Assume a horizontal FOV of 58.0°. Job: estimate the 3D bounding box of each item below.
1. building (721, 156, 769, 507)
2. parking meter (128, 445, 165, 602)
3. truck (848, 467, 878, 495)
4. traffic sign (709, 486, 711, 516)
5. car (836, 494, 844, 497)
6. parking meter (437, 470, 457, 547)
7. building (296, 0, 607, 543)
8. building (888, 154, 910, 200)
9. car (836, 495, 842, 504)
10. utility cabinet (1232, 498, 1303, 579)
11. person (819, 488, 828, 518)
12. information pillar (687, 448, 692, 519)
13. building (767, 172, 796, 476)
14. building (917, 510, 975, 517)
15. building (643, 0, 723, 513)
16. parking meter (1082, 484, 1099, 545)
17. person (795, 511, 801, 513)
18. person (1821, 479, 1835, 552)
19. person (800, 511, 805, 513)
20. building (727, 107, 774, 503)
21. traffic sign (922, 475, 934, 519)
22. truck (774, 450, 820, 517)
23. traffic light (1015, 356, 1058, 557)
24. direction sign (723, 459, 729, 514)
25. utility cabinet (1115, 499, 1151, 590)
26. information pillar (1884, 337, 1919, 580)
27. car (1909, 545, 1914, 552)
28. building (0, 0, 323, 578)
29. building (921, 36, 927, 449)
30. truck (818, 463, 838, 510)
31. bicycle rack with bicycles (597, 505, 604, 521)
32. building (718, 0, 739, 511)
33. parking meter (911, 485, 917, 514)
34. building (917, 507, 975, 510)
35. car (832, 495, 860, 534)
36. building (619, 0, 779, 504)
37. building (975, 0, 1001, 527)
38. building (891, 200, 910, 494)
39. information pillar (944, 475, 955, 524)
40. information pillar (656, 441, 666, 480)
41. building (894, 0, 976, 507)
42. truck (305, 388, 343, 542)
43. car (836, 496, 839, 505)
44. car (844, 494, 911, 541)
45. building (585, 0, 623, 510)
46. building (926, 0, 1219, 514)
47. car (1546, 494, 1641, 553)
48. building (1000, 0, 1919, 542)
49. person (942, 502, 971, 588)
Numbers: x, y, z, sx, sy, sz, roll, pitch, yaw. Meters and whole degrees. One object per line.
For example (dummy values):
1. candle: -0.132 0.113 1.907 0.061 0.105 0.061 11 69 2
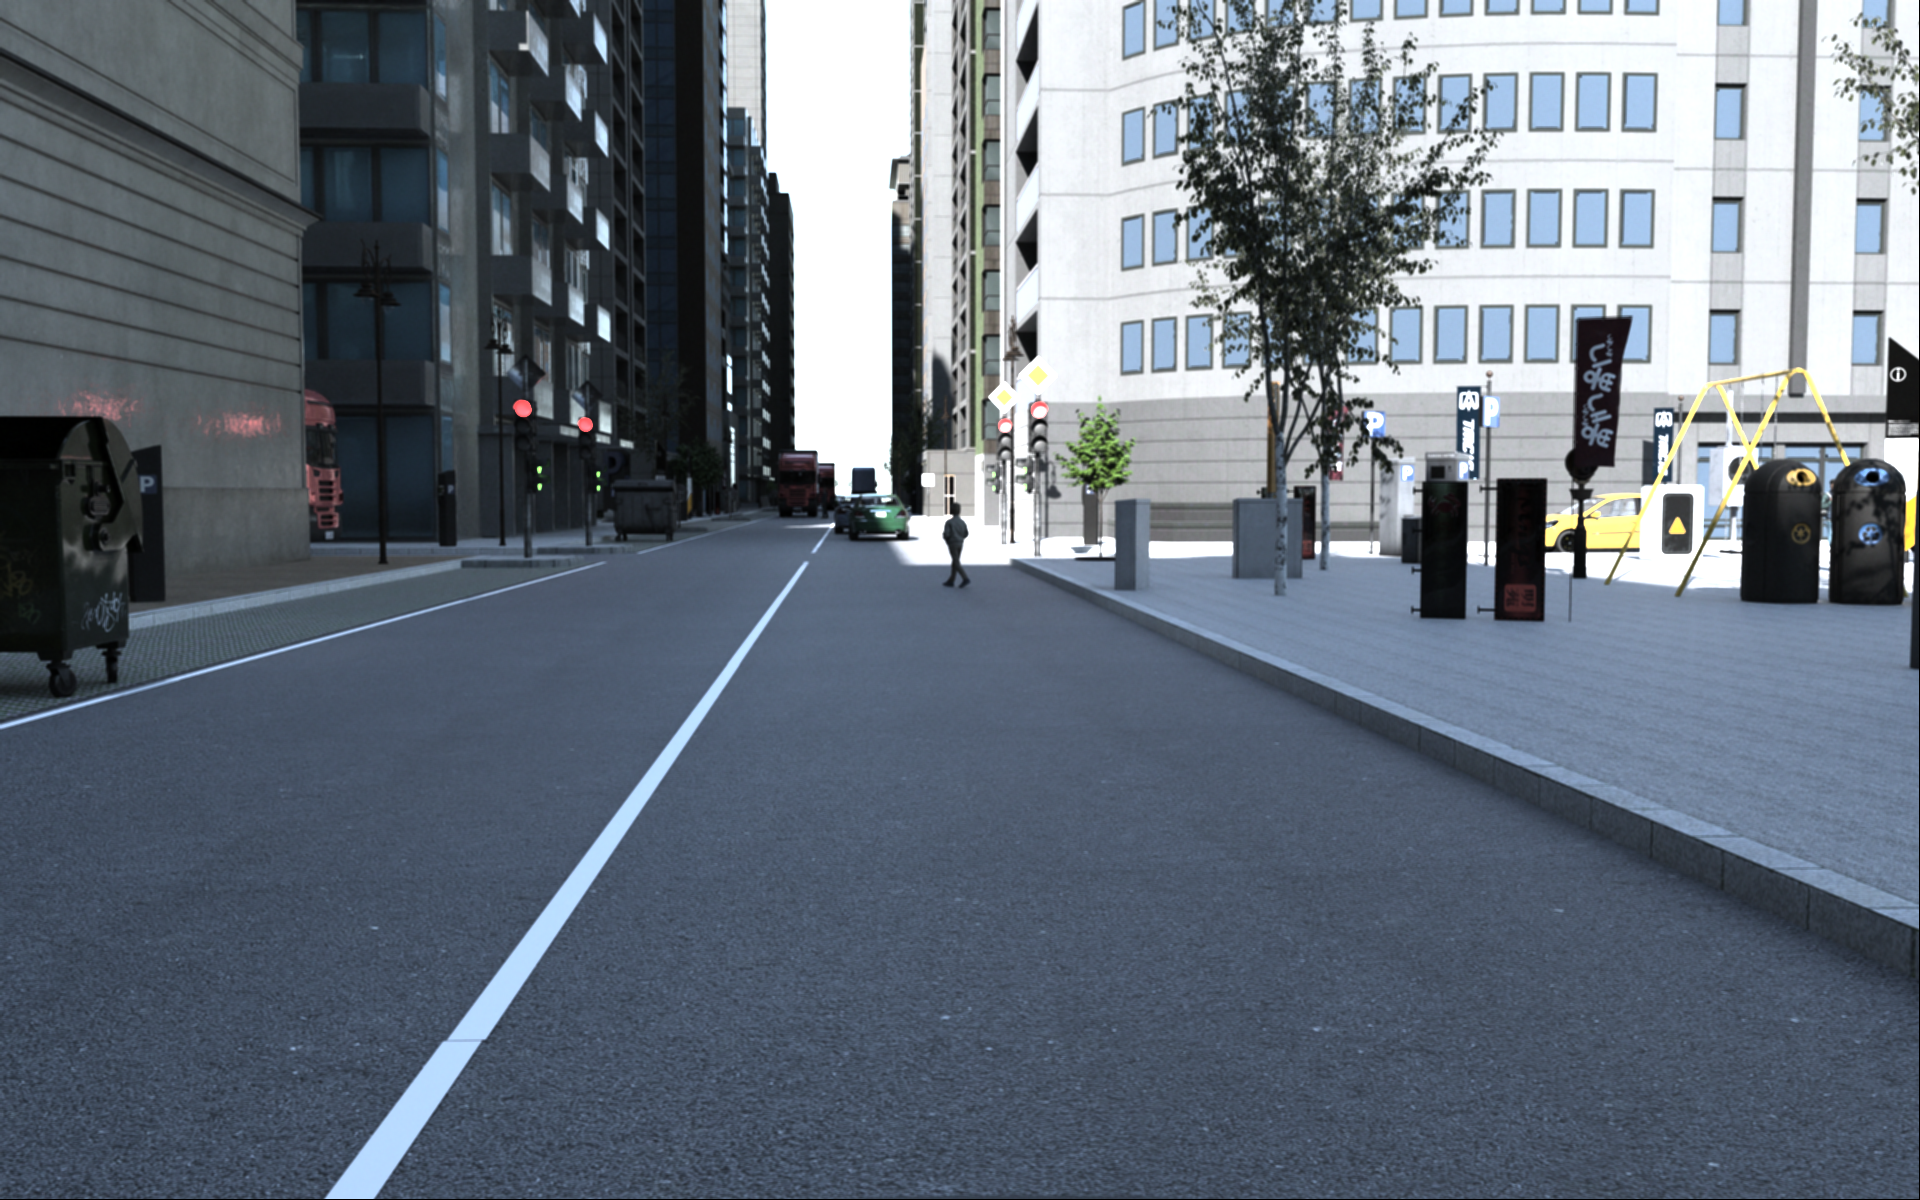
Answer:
1. building: -35.796 -29.446 173.325 32.217 40.220 23.993 0 4 -3
2. parking meter: -9.717 -0.911 20.612 0.399 1.863 0.255 -3 5 -40
3. truck: -9.046 -10.756 165.623 2.967 4.110 18.799 0 4 -5
4. traffic sign: -14.287 -6.045 98.941 0.768 2.556 0.104 0 4 4
5. car: -16.735 -13.998 240.866 2.014 1.417 4.499 0 4 -4
6. parking meter: -12.548 -2.242 42.360 0.255 1.863 0.399 2 4 30
7. building: -23.957 -26.714 56.377 23.786 49.044 30.456 0 4 -3
8. building: 3.744 -41.285 264.251 28.713 52.752 27.495 0 4 -3
9. car: -14.691 -11.708 203.779 2.083 1.381 4.827 0 4 -3
10. utility cabinet: 4.689 -0.933 26.422 1.020 1.237 0.306 0 4 -6
11. person: -8.112 -5.756 102.793 0.590 1.801 0.661 0 4 -8
12. information pillar: -13.731 -5.906 87.923 0.183 3.616 0.504 -2 4 -30
13. building: -36.080 -39.079 262.645 21.300 48.544 21.600 0 4 -3
14. building: 8.064 -40.409 98.947 20.563 71.187 20.611 0 4 -3
15. building: -24.591 -28.961 123.622 14.600 45.320 14.200 0 4 -3
16. parking meter: 3.265 -2.305 43.394 0.399 1.863 0.255 1 4 11
17. person: -12.359 -7.551 132.049 1.350 1.814 0.705 -3 5 -45
18. person: 20.408 -1.933 40.447 0.623 1.781 0.721 -1 4 -21
19. person: -12.290 -7.705 134.469 1.348 1.826 0.705 -2 4 -31
20. building: -35.365 -36.478 216.025 23.786 49.044 30.456 0 4 -3
21. traffic sign: -1.640 -5.305 88.868 0.606 2.300 0.079 0 3 0
22. truck: -10.416 -7.532 112.055 2.839 4.237 11.283 0 4 -4
23. traffic light: 1.566 -2.841 35.375 0.839 4.253 0.868 0 4 -3
24. direction sign: -15.124 -7.330 111.845 0.379 3.537 0.876 -1 4 -15
25. utility cabinet: 2.340 -0.757 23.533 0.306 1.237 1.020 1 4 17
26. information pillar: 14.036 -2.108 25.823 0.504 3.616 0.183 1 4 22
27. car: 24.476 -1.922 40.106 5.304 1.827 2.281 0 4 -4
28. building: -26.395 -11.718 24.878 30.059 22.955 16.112 0 4 -3
29. building: 3.460 -31.491 164.988 14.600 45.320 14.200 0 4 -3
30. truck: -12.524 -10.234 156.244 2.839 4.237 11.283 0 4 -5
31. bicycle rack with bicycles: -18.038 -4.300 83.685 2.925 0.926 2.852 3 5 45
32. building: -29.683 -50.894 144.785 22.319 86.520 31.000 0 4 -3
33. parking meter: -2.933 -6.500 111.990 0.399 1.863 0.255 0 4 7
34. building: 4.616 -45.519 182.487 20.563 71.187 20.611 0 4 -3
35. car: -3.733 -3.187 64.114 2.014 1.417 4.499 0 4 -2
36. building: -35.003 -49.092 240.903 20.563 71.187 20.611 0 4 -3
37. building: 7.530 -18.538 74.799 14.160 30.474 14.107 0 4 -3
38. building: -2.653 -34.225 243.168 14.154 41.232 14.086 0 4 -3
39. information pillar: -0.408 -3.875 67.854 0.304 2.012 0.304 -2 4 -31
40. information pillar: -13.292 -5.230 76.863 0.183 3.616 0.504 3 5 42
41. building: 1.761 -48.130 225.173 20.563 71.187 20.611 0 4 -3
42. truck: -18.748 -2.981 37.648 11.283 4.237 2.839 0 4 -2
43. car: -13.878 -10.759 184.712 1.959 1.807 4.718 0 4 -4
44. car: -2.593 -2.630 54.791 2.131 1.459 4.920 0 4 -5
45. building: -27.341 -40.592 101.932 20.563 71.187 20.611 0 4 -3
46. building: 7.706 -36.788 143.490 21.231 58.520 28.212 0 4 -3
47. car: 15.512 -1.919 41.604 3.980 1.641 2.015 0 4 -2
48. building: 16.062 -31.345 54.487 28.212 58.520 21.231 0 4 -3
49. person: -0.077 -0.846 26.605 0.640 1.303 0.475 3 5 41
